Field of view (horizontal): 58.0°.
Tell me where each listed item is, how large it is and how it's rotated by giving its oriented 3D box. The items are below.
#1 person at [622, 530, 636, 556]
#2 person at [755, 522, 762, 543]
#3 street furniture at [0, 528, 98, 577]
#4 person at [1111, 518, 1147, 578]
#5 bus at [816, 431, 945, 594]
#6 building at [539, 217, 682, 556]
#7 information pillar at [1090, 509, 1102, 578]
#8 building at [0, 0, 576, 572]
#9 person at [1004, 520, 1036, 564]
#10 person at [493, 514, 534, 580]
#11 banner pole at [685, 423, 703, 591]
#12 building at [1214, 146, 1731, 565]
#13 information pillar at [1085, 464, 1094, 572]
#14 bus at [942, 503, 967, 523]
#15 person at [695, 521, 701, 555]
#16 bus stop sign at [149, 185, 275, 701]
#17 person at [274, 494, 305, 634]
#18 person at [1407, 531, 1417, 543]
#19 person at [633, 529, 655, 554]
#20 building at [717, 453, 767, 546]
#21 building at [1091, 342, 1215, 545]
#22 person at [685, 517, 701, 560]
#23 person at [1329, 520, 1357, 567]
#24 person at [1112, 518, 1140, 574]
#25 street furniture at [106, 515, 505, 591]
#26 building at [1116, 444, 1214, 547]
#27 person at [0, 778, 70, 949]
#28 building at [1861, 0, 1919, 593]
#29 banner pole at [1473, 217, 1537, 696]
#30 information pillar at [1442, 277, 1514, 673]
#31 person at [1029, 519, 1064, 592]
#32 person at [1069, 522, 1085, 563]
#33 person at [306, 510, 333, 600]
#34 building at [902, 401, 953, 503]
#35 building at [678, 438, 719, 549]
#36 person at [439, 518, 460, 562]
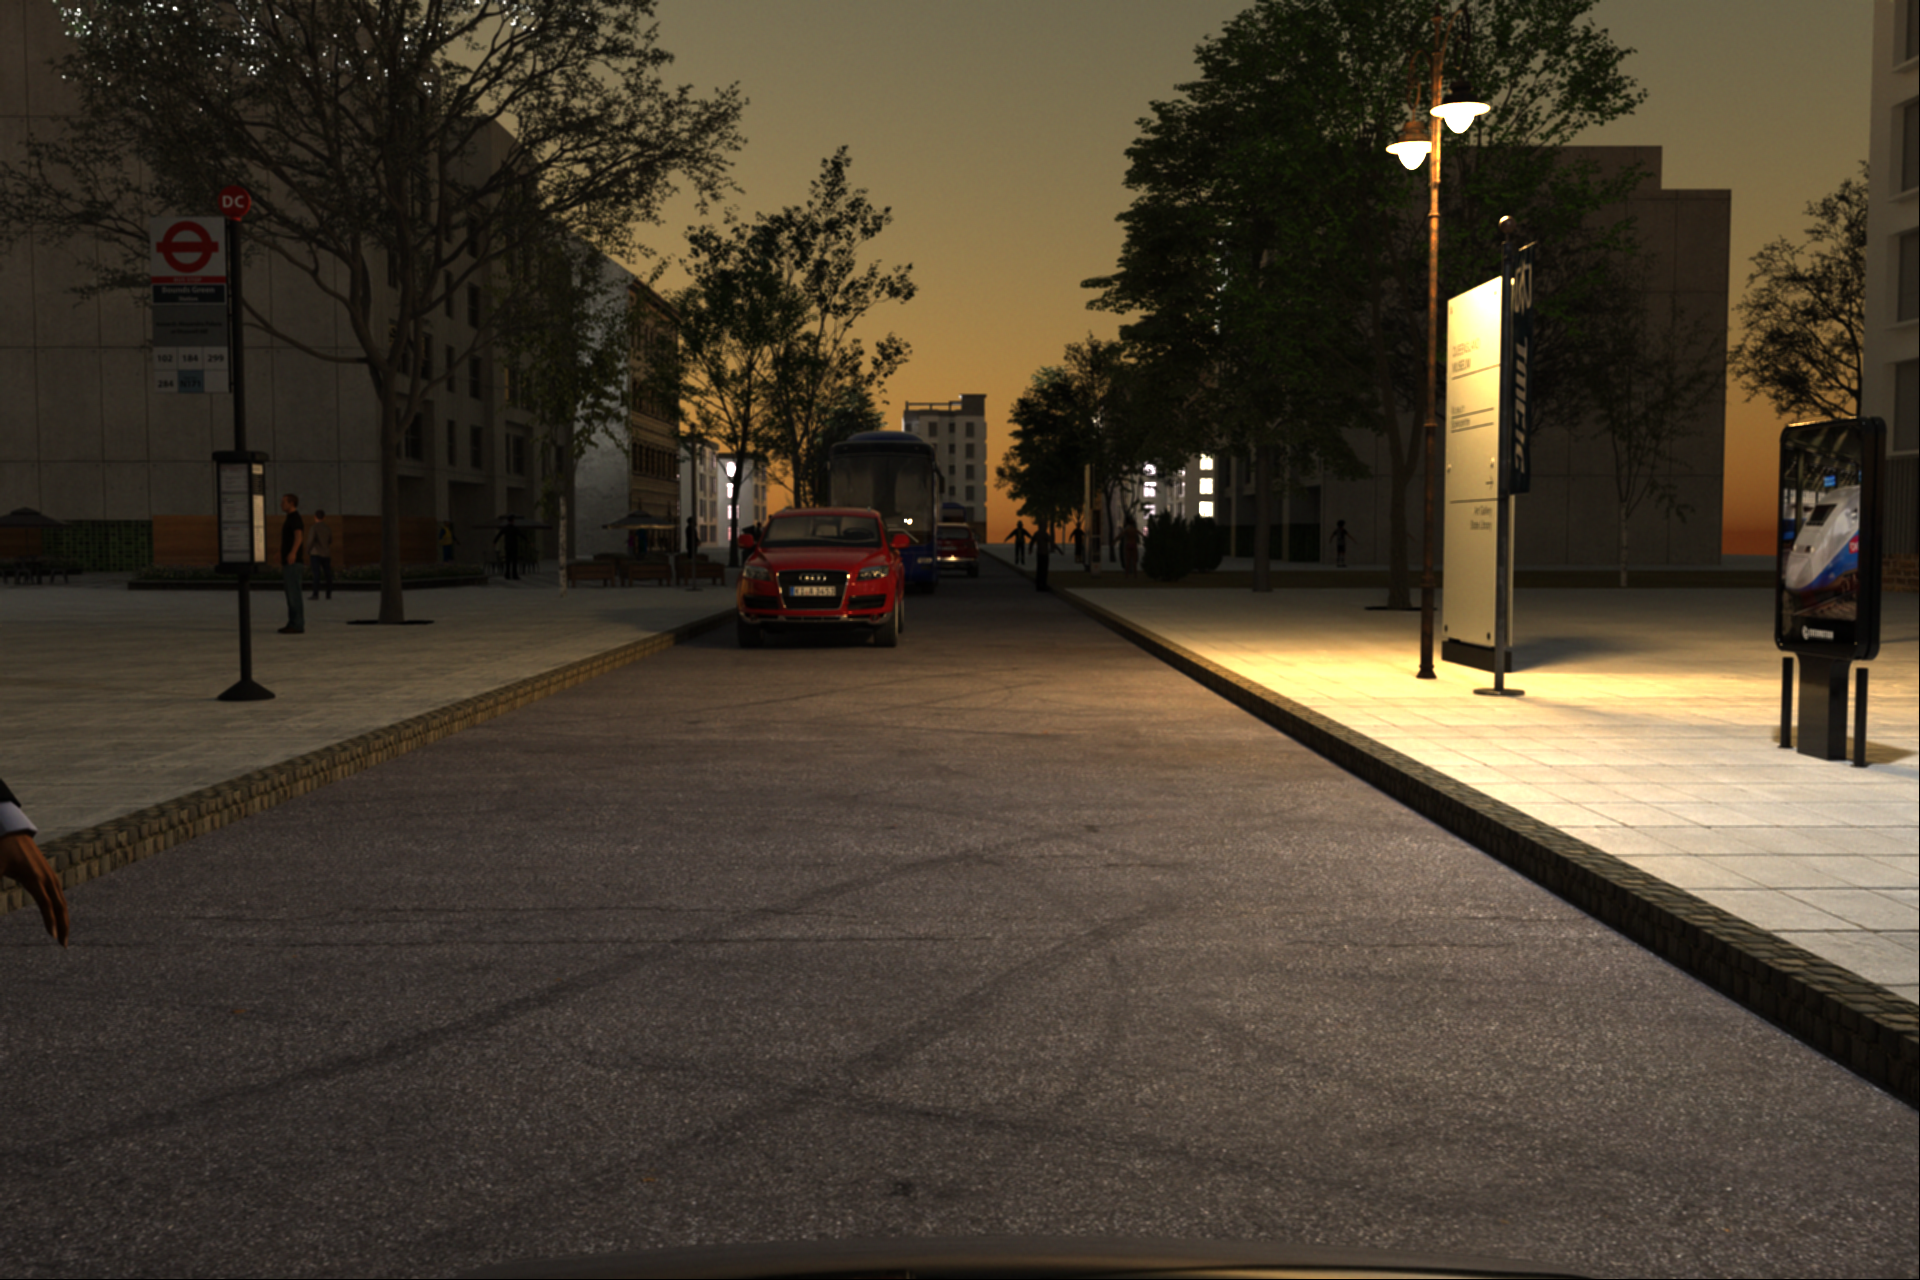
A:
[{"bbox_3d":[-13.512,-3.763,70.785,0.599,1.433,0.991,1,4,22],"label":"person"},{"bbox_3d":[-8.594,-4.161,74.305,0.705,1.796,1.348,-2,4,-25],"label":"person"},{"bbox_3d":[-31.369,-2.754,51.883,11.010,1.723,9.812,1,4,8],"label":"street furniture"},{"bbox_3d":[4.983,-2.661,50.305,1.217,1.733,0.721,0,4,8],"label":"person"},{"bbox_3d":[-1.784,-3.258,44.821,2.896,3.916,12.251,0,3,0],"label":"bus"},{"bbox_3d":[-28.745,-17.122,110.870,19.493,23.208,18.063,0,3,0],"label":"building"},{"bbox_3d":[3.961,-2.814,50.503,0.304,2.012,0.304,0,4,0],"label":"information pillar"},{"bbox_3d":[-28.144,-12.662,73.489,16.747,18.905,31.486,0,4,-1],"label":"building"},{"bbox_3d":[2.536,-4.128,73.272,1.354,1.856,0.705,0,4,5],"label":"person"},{"bbox_3d":[-12.612,-2.619,48.752,1.347,1.837,0.705,1,4,20],"label":"person"},{"bbox_3d":[-6.025,-3.017,39.344,0.401,3.779,0.863,0,4,-1],"label":"banner pole"},{"bbox_3d":[23.551,-13.531,87.693,16.747,18.905,31.486,0,3,0],"label":"building"},{"bbox_3d":[4.378,-4.115,58.599,0.184,3.620,1.656,0,4,-1],"label":"information pillar"},{"bbox_3d":[-0.818,-8.841,136.095,2.896,3.916,12.251,0,4,0],"label":"bus"},{"bbox_3d":[-9.961,-3.598,65.053,0.704,1.802,1.346,-1,4,-19],"label":"person"},{"bbox_3d":[-5.775,-1.508,13.366,0.855,3.939,0.416,0,4,0],"label":"bus stop sign"},{"bbox_3d":[-8.677,-0.992,22.429,0.705,1.803,1.348,-2,4,-29],"label":"person"},{"bbox_3d":[18.082,-3.971,70.784,0.705,1.847,1.347,-2,4,-35],"label":"person"},{"bbox_3d":[-14.242,-4.380,77.733,1.347,1.817,0.704,3,4,36],"label":"person"},{"bbox_3d":[-25.932,-15.351,193.132,9.099,9.664,28.070,0,4,0],"label":"building"},{"bbox_3d":[25.233,-22.836,204.296,19.493,23.208,18.063,0,4,0],"label":"building"},{"bbox_3d":[-8.171,-2.854,52.845,0.705,1.806,1.347,-1,4,-21],"label":"person"},{"bbox_3d":[14.805,-3.733,67.176,0.704,1.843,1.345,-3,4,-37],"label":"person"},{"bbox_3d":[5.395,-3.025,55.646,1.347,1.806,0.705,-3,5,-44],"label":"person"},{"bbox_3d":[-15.418,-2.103,41.231,11.010,1.723,9.812,0,4,7],"label":"street furniture"},{"bbox_3d":[21.564,-14.275,175.549,9.099,9.664,28.070,0,4,0],"label":"building"},{"bbox_3d":[-1.728,0.433,2.093,1.216,1.740,0.721,-1,4,-13],"label":"person"},{"bbox_3d":[25.575,-11.048,37.061,16.016,20.090,11.380,0,4,-1],"label":"building"},{"bbox_3d":[4.324,-1.439,13.542,0.401,3.779,0.863,0,4,-1],"label":"banner pole"},{"bbox_3d":[4.994,-1.552,16.692,0.184,3.620,1.656,0,4,-1],"label":"information pillar"},{"bbox_3d":[2.084,-2.116,43.184,0.705,1.813,1.348,-2,4,-35],"label":"person"},{"bbox_3d":[5.283,-4.319,76.750,1.346,1.812,0.704,-3,5,-40],"label":"person"},{"bbox_3d":[-12.661,-1.683,34.093,0.617,1.759,0.750,-3,5,-42],"label":"person"},{"bbox_3d":[-7.529,-23.168,237.673,11.380,20.090,16.016,0,4,-4],"label":"building"},{"bbox_3d":[-26.996,-13.419,161.545,9.099,9.664,28.070,0,4,-1],"label":"building"},{"bbox_3d":[-17.535,-3.263,59.325,0.705,1.833,1.349,1,4,11],"label":"person"}]
